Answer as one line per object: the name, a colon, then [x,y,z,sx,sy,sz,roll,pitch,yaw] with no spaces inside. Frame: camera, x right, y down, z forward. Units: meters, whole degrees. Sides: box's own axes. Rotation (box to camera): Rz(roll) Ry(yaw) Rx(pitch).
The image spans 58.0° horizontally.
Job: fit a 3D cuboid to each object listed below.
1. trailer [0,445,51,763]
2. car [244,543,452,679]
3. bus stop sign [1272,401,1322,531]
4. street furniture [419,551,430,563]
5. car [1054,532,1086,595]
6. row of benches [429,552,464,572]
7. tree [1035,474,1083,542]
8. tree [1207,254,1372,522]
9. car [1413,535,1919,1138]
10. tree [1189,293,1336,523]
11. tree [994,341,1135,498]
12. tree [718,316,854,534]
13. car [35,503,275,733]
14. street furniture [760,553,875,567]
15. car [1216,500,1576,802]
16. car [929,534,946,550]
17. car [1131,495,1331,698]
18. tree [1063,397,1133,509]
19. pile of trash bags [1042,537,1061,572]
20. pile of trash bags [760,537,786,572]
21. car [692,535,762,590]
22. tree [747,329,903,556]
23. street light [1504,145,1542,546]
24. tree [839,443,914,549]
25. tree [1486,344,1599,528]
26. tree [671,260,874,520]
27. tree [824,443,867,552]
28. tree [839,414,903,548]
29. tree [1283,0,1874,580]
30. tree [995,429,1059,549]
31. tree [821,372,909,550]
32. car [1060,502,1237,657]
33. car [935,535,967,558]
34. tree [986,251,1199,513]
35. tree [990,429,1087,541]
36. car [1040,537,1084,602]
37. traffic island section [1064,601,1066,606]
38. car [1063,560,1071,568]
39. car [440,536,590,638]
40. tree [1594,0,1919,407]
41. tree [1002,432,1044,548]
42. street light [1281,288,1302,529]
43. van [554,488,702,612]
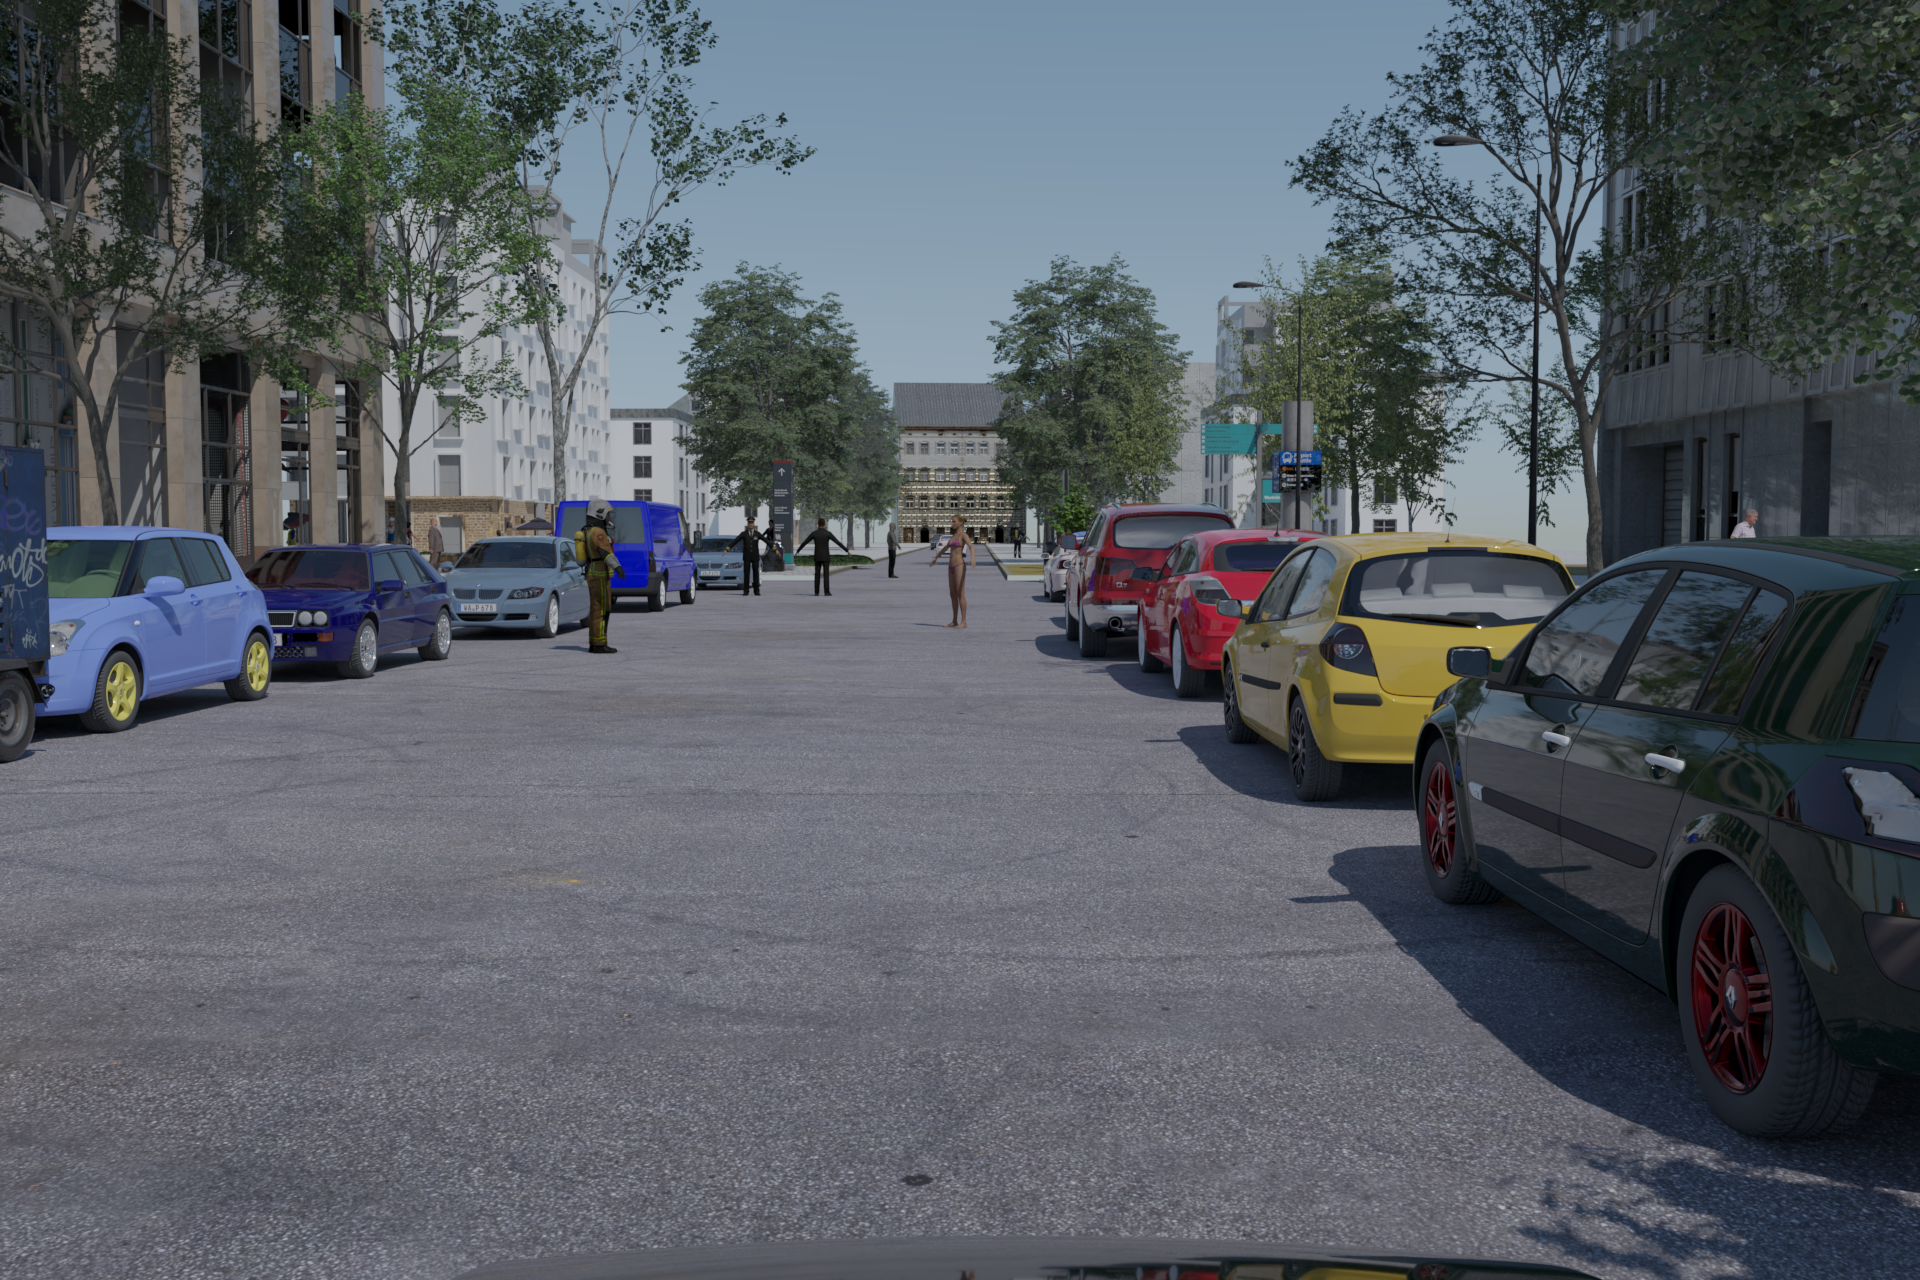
trailer: [-6.664,-0.167,9.780,1.471,1.999,3.904,0,4,1]
car: [-6.714,-0.354,18.376,1.945,1.354,3.894,0,4,0]
bus stop sign: [6.707,-2.784,34.539,0.837,3.901,0.837,0,4,1]
street furniture: [-22.558,-3.256,68.870,5.734,0.657,10.072,0,4,-7]
car: [3.289,-1.997,42.238,1.945,1.707,3.694,0,4,0]
row of benches: [-17.403,-2.745,60.343,1.422,0.672,4.104,0,4,7]
tree: [6.669,-10.403,120.444,4.737,8.622,4.395,0,3,0]
tree: [8.748,-5.771,44.710,4.737,8.622,4.395,0,3,0]
car: [2.694,0.262,5.500,2.009,1.686,4.222,0,4,1]
tree: [9.653,-6.235,52.305,4.360,8.622,3.978,0,3,0]
tree: [7.282,-12.174,109.408,12.009,13.543,11.850,0,3,0]
tree: [-9.341,-10.561,90.799,7.486,12.596,7.792,0,3,0]
car: [-6.877,-0.246,13.617,1.945,1.707,3.694,0,4,1]
street furniture: [-8.153,-3.278,69.229,10.072,0.657,5.734,-1,4,-13]
car: [2.665,-0.029,10.695,2.015,1.641,3.980,0,4,1]
car: [-1.771,-8.934,155.851,2.009,1.686,4.222,0,4,1]
car: [2.767,-0.465,16.639,2.155,1.783,4.494,0,4,0]
tree: [6.399,-8.419,88.013,4.360,8.622,3.978,0,3,0]
pile of trash bags: [3.753,-3.019,59.111,1.912,1.369,3.447,0,4,0]
pile of trash bags: [-6.919,-2.991,58.651,1.912,1.369,3.447,0,4,1]
car: [-6.280,-2.064,45.751,2.014,1.417,4.499,0,4,1]
tree: [-8.212,-11.724,102.054,12.009,13.543,11.850,0,3,0]
street light: [7.286,-2.921,20.305,1.470,5.913,1.316,0,4,0]
tree: [-8.118,-13.257,151.156,8.767,10.594,7.601,0,4,2]
tree: [22.677,-7.158,67.399,4.737,8.622,4.395,0,3,0]
tree: [-8.640,-10.595,79.882,9.857,13.997,8.962,0,3,0]
tree: [-8.282,-10.469,121.528,4.360,8.622,3.978,0,3,0]
tree: [-8.805,-14.817,160.380,7.486,12.596,7.792,0,3,0]
tree: [9.327,-5.569,25.468,8.767,10.594,7.601,-1,4,-13]
tree: [6.844,-12.702,142.095,8.767,10.594,7.601,1,4,10]
tree: [-8.673,-14.085,136.945,9.857,13.997,8.962,0,3,0]
car: [2.417,-0.793,21.644,2.281,1.827,5.304,0,4,1]
car: [-0.524,-5.771,106.713,2.083,1.381,4.827,0,4,0]
tree: [5.817,-10.438,77.320,9.857,13.997,8.962,0,3,0]
tree: [6.782,-12.135,132.815,8.767,10.594,7.601,-2,4,-35]
car: [2.823,-1.559,37.846,2.083,1.381,4.827,0,4,0]
traffic island section: [3.083,-0.700,34.310,1.991,0.108,1.994,0,4,0]
car: [2.713,-0.920,27.396,2.083,1.381,4.827,0,4,-1]
car: [-6.437,-0.814,25.316,2.014,1.417,4.499,0,4,0]
tree: [9.192,-6.493,12.810,9.857,13.997,8.962,0,3,0]
tree: [6.943,-14.007,154.772,9.928,11.665,9.643,0,3,0]
street light: [6.793,-3.634,31.964,1.470,5.913,1.316,0,4,0]
van: [-6.378,-1.784,33.560,2.240,2.365,5.245,0,4,0]
